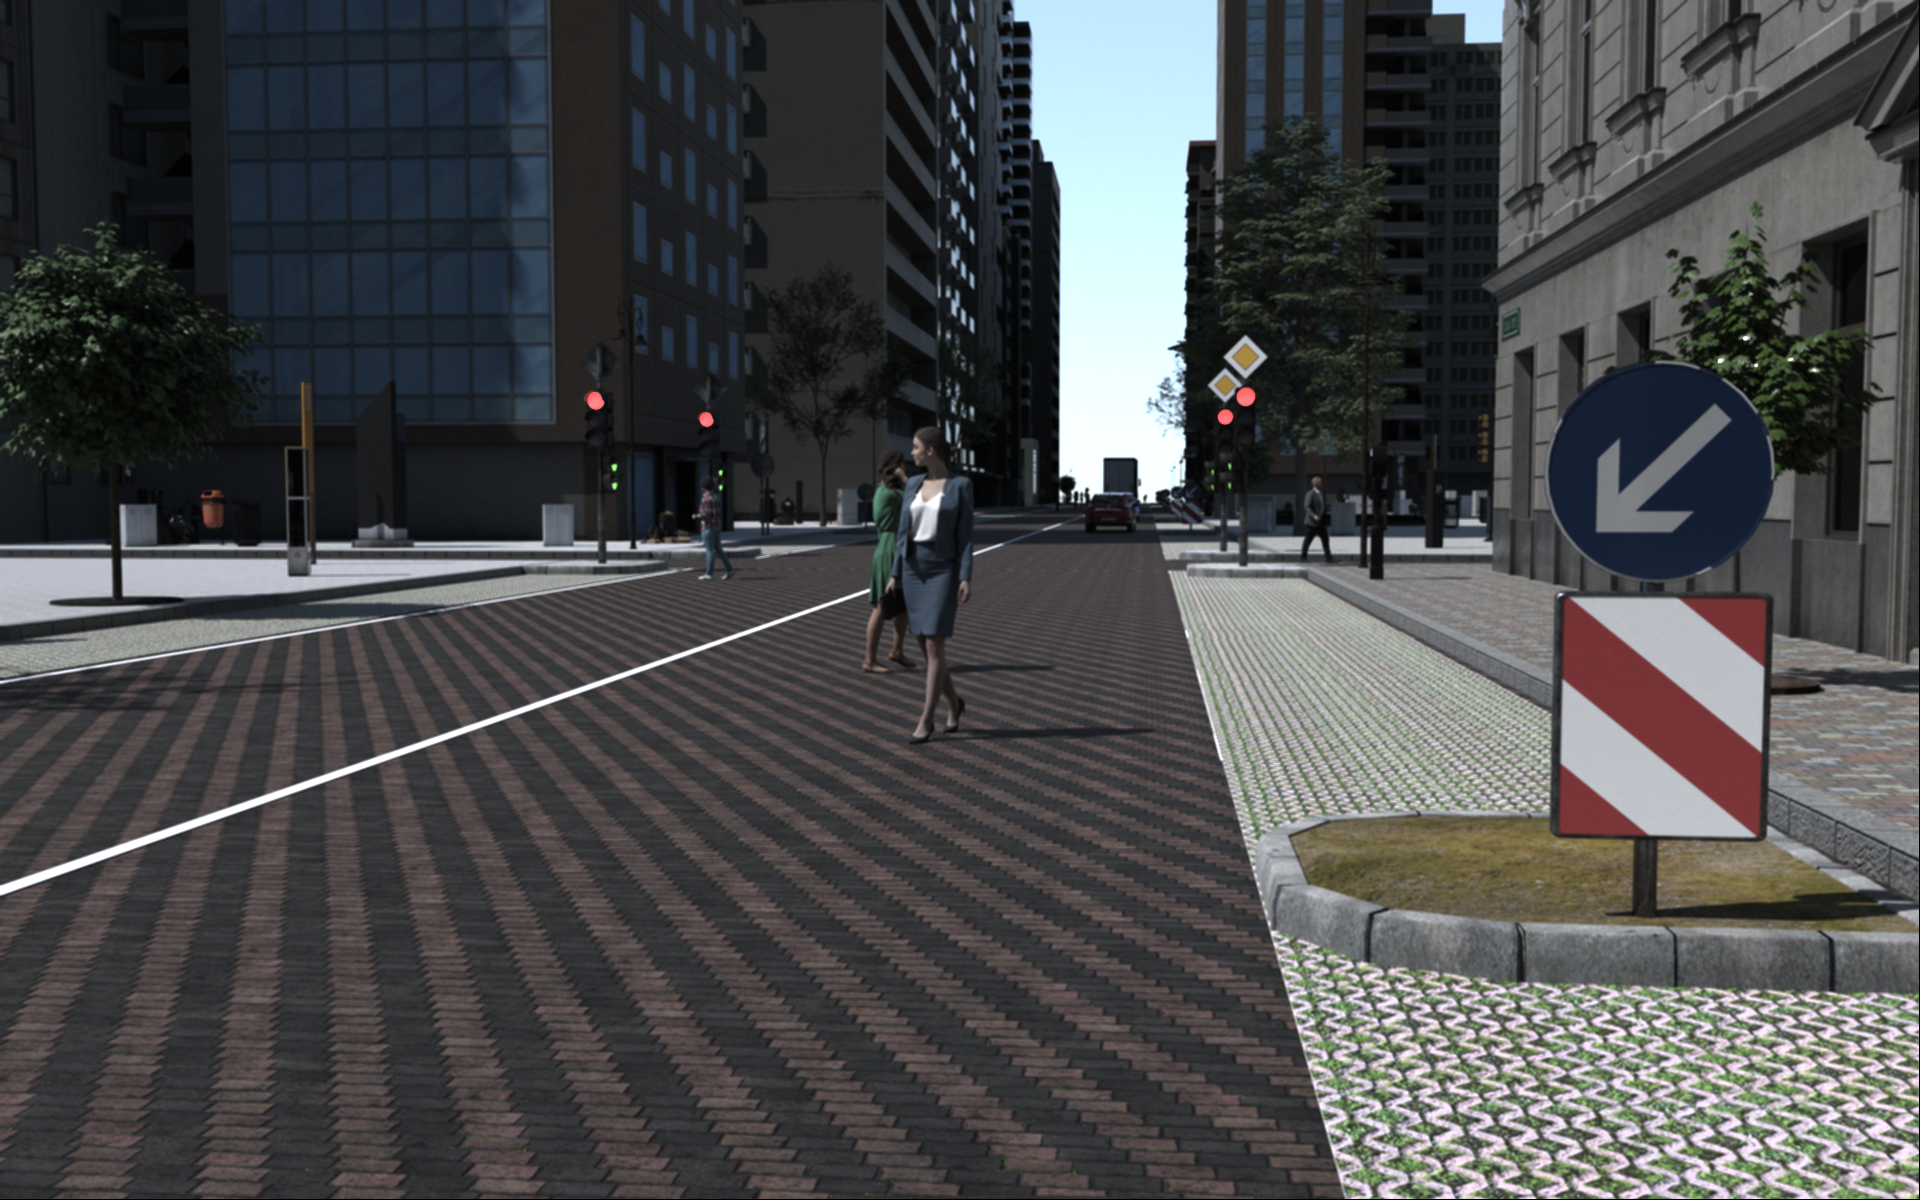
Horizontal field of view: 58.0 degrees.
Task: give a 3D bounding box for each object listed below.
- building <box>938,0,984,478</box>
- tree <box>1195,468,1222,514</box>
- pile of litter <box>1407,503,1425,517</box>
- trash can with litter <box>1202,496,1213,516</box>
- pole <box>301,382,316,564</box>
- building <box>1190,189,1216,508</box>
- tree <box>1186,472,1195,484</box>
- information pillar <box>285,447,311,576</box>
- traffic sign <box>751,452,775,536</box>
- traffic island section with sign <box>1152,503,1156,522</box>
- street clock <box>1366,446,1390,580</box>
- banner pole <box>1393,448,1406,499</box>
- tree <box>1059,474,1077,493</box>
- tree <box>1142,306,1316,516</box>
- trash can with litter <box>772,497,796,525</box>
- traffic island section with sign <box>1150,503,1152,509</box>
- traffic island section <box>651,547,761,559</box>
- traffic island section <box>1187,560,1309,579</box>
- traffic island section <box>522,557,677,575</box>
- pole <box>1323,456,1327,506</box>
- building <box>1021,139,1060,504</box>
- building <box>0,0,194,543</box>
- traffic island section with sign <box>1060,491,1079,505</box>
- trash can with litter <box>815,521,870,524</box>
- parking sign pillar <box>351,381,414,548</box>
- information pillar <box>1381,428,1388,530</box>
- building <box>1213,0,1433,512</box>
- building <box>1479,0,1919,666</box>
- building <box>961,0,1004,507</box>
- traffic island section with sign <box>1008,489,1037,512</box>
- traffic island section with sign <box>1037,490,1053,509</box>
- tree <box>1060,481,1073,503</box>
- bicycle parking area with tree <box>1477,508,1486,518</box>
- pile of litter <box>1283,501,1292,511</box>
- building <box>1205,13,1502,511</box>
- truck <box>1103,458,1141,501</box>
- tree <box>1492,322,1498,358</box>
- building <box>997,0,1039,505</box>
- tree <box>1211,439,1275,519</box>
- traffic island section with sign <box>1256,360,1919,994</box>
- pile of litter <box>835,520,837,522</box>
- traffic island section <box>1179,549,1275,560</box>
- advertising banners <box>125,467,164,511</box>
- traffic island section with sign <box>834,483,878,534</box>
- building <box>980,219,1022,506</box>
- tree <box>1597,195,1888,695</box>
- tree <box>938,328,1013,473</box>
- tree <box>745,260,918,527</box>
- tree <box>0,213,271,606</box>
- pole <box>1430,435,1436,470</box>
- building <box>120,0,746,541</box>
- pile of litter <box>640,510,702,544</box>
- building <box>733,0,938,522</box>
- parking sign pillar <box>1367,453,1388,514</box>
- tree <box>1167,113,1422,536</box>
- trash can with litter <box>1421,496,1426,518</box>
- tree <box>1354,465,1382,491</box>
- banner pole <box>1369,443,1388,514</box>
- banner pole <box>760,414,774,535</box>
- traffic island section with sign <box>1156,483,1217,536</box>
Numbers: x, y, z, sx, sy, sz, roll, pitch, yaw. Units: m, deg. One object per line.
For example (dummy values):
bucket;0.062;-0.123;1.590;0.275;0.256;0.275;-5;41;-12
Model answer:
building;-10.783;-31.251;130.556;23.786;49.044;30.456;0;4;6
tree;16.416;-7.169;111.811;1.663;3.219;1.824;0;3;0
pile of litter;21.259;-4.135;81.570;1.719;0.858;1.176;1;4;18
trash can with litter;14.159;-5.360;99.030;0.624;1.170;1.055;0;4;8
pole;-11.870;-2.307;31.557;0.158;3.312;0.155;0;3;0
building;29.682;-24.106;165.829;14.160;30.474;14.107;0;4;6
tree;17.439;-8.144;127.755;1.663;3.219;1.824;0;3;0
information pillar;-10.336;-1.380;27.050;0.304;2.012;0.304;-1;4;-11
traffic sign;-6.043;-3.237;53.029;0.768;2.556;0.104;1;4;10
traffic island section with sign;10.873;-4.832;87.628;1.989;1.847;2.006;0;4;6
street clock;6.271;-1.311;26.010;0.358;2.002;0.471;0;4;8
banner pole;23.627;-6.327;93.460;0.863;3.779;0.401;-1;4;-12
tree;16.463;-17.400;268.202;4.285;4.588;4.351;0;3;0
tree;16.096;-11.742;102.357;12.009;13.543;11.850;0;3;0
trash can with litter;-7.282;-3.665;71.312;1.055;1.170;0.624;2;4;30
traffic island section with sign;16.337;-7.924;138.185;1.989;1.847;2.006;0;4;6
traffic island section;-5.766;-1.080;39.933;2.009;0.180;2.903;0;4;6
traffic island section;5.049;-0.517;30.732;2.009;0.180;2.903;0;4;6
traffic island section;-6.624;-0.594;31.994;2.009;0.180;2.903;0;4;6
pole;19.777;-6.118;93.874;0.158;3.312;0.155;0;3;0
building;2.707;-37.745;240.827;21.300;48.544;21.600;0;4;6
building;-31.179;-22.378;49.474;14.086;41.232;14.154;0;4;6
traffic island section with sign;13.745;-12.957;220.470;1.989;1.847;2.006;0;4;6
trash can with litter;-5.099;-3.871;74.348;2.233;1.210;1.678;1;4;16
parking sign pillar;-13.927;-3.255;41.687;1.447;3.967;1.447;2;4;33
information pillar;15.178;-4.317;61.934;0.183;3.616;0.504;0;4;3
building;25.876;-29.130;126.393;14.600;45.320;14.200;0;4;6
building;14.441;-14.039;5.952;17.030;29.872;44.131;0;4;6
building;-10.355;-34.880;159.523;28.713;52.752;27.495;0;4;6
traffic island section with sign;4.907;-7.952;138.642;1.989;1.847;2.006;0;4;6
traffic island section with sign;7.849;-9.613;165.804;1.989;1.847;2.006;0;4;6
tree;15.603;-16.069;257.333;1.663;3.219;1.824;0;3;0
bicycle parking area with tree;28.478;-5.738;80.822;9.016;4.147;8.231;2;4;24
pile of litter;19.778;-5.441;102.926;1.176;0.858;1.719;3;5;43
building;37.013;-27.706;144.879;32.217;40.220;23.993;0;4;6
truck;12.969;-9.173;138.893;2.839;4.237;11.283;0;4;7
tree;20.569;-6.746;60.655;4.737;8.622;4.395;0;3;0
building;-1.030;-55.107;213.667;22.319;86.520;31.000;0;4;6
tree;14.641;-6.483;89.710;4.285;4.588;4.351;0;3;0
traffic island section with sign;2.057;0.164;5.945;1.989;1.847;2.006;0;4;6
pile of litter;-4.973;-3.942;78.414;1.176;0.858;1.719;-2;4;-33
traffic island section;5.907;-1.002;38.671;2.009;0.180;2.903;0;4;6
advertising banners;-21.899;-3.072;46.410;0.090;3.025;2.074;0;4;2
traffic island section with sign;-3.376;-3.266;62.027;1.989;1.847;2.006;0;4;6
building;-1.027;-25.054;181.339;14.160;30.474;14.107;0;4;6
tree;5.146;-1.022;11.319;1.663;3.219;1.824;0;3;0
tree;-0.580;-11.040;106.267;9.928;11.665;9.643;0;3;0
tree;-5.192;-8.182;68.185;8.767;10.594;7.601;2;4;32
tree;-10.052;-2.242;20.365;4.285;4.588;4.351;0;3;0
pole;16.223;-4.012;59.439;0.158;3.312;0.155;0;3;0
building;-15.095;-24.637;52.931;14.600;45.320;14.200;0;4;6
pile of litter;-7.549;-1.920;45.360;1.719;0.858;1.176;-1;4;-17
building;-12.970;-28.553;90.541;21.300;48.544;21.600;0;4;6
parking sign pillar;24.647;-6.982;102.635;1.447;3.967;1.447;1;4;22
tree;10.148;-8.231;52.706;7.486;12.596;7.792;0;3;0
trash can with litter;20.976;-4.175;79.326;2.233;1.210;1.678;-2;4;-32
tree;21.798;-5.899;91.044;1.663;3.219;1.824;0;3;0
banner pole;18.142;-5.206;75.135;0.863;3.779;0.401;-1;4;-9
banner pole;-6.052;-3.894;53.689;0.401;3.779;0.863;1;4;15
traffic island section with sign;7.906;-3.154;60.196;1.989;1.847;2.006;0;4;6
